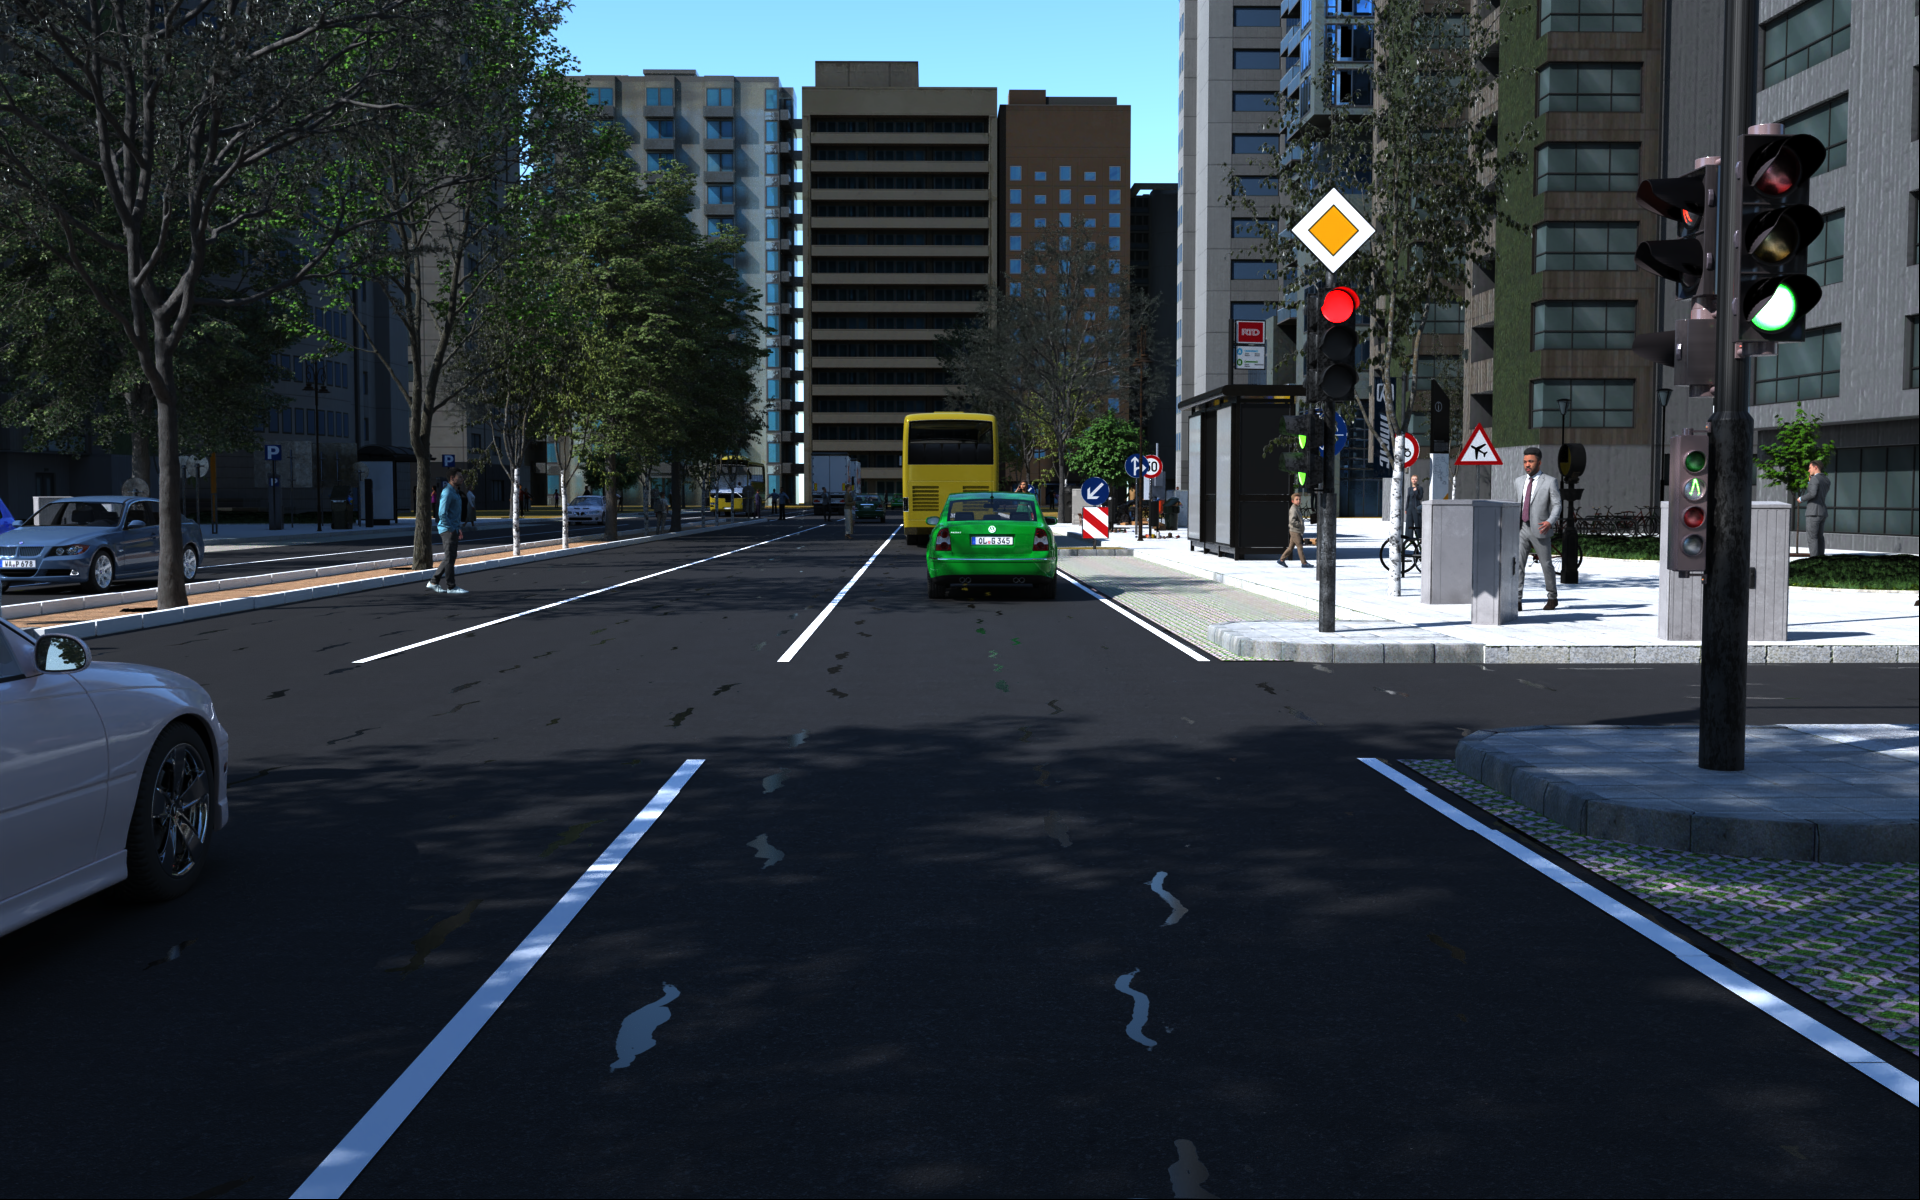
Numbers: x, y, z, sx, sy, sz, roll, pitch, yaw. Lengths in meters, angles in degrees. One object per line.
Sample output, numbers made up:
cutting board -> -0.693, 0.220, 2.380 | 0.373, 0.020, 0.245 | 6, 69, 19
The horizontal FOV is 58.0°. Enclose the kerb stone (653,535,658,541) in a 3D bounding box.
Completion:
kerb stone -> -9.414, -1.873, 52.814 | 0.120, 0.150, 1.000 | 0, 4, -1

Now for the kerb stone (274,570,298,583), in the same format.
kerb stone -> -11.060, -0.366, 28.176 | 0.120, 0.150, 1.000 | 0, 4, -1

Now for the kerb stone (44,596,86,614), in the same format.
kerb stone -> -10.934, 0.073, 21.004 | 0.120, 0.150, 1.000 | 0, 4, -1

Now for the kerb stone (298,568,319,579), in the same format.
kerb stone -> -11.092, -0.426, 29.198 | 0.120, 0.150, 1.000 | 0, 4, -1

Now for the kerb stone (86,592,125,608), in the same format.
kerb stone -> -10.953, 0.010, 22.026 | 0.120, 0.150, 1.000 | 0, 4, -1

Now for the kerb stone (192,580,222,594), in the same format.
kerb stone -> -11.008, -0.178, 25.106 | 0.120, 0.150, 1.000 | 0, 4, -1

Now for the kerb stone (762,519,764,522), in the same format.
kerb stone -> -10.026, -3.941, 86.650 | 0.120, 0.150, 1.000 | 0, 4, -1

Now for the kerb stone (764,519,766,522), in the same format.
kerb stone -> -10.040, -4.005, 87.679 | 0.120, 0.150, 1.000 | 0, 4, -1

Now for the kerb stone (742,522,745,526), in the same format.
kerb stone -> -9.862, -3.379, 77.439 | 0.120, 0.150, 1.000 | 0, 4, -1

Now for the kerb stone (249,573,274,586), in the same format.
kerb stone -> -11.045, -0.299, 27.150 | 0.120, 0.150, 1.000 | 0, 4, -1

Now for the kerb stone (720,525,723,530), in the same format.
kerb stone -> -9.710, -2.877, 69.237 | 0.120, 0.150, 1.000 | 0, 4, -1

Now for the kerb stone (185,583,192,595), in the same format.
kerb stone -> -10.985, -0.112, 24.071 | 0.120, 0.150, 1.000 | 0, 4, -1

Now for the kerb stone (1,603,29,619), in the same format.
kerb stone -> -10.919, 0.135, 19.982 | 0.120, 0.150, 1.000 | 0, 4, -1

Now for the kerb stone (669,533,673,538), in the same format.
kerb stone -> -9.466, -2.061, 55.887 | 0.120, 0.150, 1.000 | 0, 4, -1

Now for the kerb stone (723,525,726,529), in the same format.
kerb stone -> -9.724, -2.931, 70.268 | 0.120, 0.150, 1.000 | 0, 4, -1

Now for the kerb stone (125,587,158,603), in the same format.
kerb stone -> -10.976, -0.045, 23.049 | 0.120, 0.150, 1.000 | 0, 4, -1

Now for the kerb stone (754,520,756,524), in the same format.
kerb stone -> -9.948, -3.692, 82.560 | 0.120, 0.150, 1.000 | 0, 4, -1

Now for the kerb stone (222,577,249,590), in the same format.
kerb stone -> -11.022, -0.240, 26.128 | 0.120, 0.150, 1.000 | 0, 4, -1

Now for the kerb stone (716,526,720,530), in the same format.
kerb stone -> -9.688, -2.814, 68.202 | 0.120, 0.150, 1.000 | 0, 4, -1

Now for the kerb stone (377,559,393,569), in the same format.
kerb stone -> -11.161, -0.677, 33.309 | 0.120, 0.150, 1.000 | 0, 4, -1

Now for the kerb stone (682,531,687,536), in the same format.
kerb stone -> -9.524, -2.245, 58.965 | 0.120, 0.150, 1.000 | 0, 4, -1

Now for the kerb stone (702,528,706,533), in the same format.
kerb stone -> -9.614, -2.561, 64.092 | 0.120, 0.150, 1.000 | 0, 4, -1

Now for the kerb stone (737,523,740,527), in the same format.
kerb stone -> -9.816, -3.251, 75.391 | 0.120, 0.150, 1.000 | 0, 4, -1

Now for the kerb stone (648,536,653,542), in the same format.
kerb stone -> -9.394, -1.806, 51.792 | 0.120, 0.150, 1.000 | 0, 4, -1

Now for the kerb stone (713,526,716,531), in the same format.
kerb stone -> -9.668, -2.750, 67.179 | 0.120, 0.150, 1.000 | 0, 4, -1

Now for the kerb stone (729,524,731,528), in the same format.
kerb stone -> -9.765, -3.058, 72.314 | 0.120, 0.150, 1.000 | 0, 4, -1

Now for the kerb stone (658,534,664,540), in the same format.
kerb stone -> -9.432, -1.936, 53.843 | 0.120, 0.150, 1.000 | 0, 4, -1

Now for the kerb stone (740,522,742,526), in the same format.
kerb stone -> -9.840, -3.309, 76.414 | 0.120, 0.150, 1.000 | 0, 4, -1

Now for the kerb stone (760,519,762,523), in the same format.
kerb stone -> -10.006, -3.873, 85.629 | 0.120, 0.150, 1.000 | 0, 4, -1

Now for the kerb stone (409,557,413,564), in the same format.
kerb stone -> -11.191, -0.796, 35.353 | 0.120, 0.150, 1.000 | 0, 4, -1

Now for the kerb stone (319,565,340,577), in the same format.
kerb stone -> -11.093, -0.489, 30.222 | 0.120, 0.150, 1.000 | 0, 4, -1

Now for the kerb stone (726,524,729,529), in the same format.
kerb stone -> -9.747, -3.003, 71.291 | 0.120, 0.150, 1.000 | 0, 4, -1

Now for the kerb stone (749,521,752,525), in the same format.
kerb stone -> -9.914, -3.565, 80.506 | 0.120, 0.150, 1.000 | 0, 4, -1

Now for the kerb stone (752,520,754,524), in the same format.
kerb stone -> -9.925, -3.623, 81.529 | 0.120, 0.150, 1.000 | 0, 4, -1

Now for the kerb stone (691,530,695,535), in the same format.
kerb stone -> -9.562, -2.375, 61.019 | 0.120, 0.150, 1.000 | 0, 4, -1

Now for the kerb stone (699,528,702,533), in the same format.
kerb stone -> -9.596, -2.493, 63.068 | 0.120, 0.150, 1.000 | 0, 4, -1

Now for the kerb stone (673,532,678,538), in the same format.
kerb stone -> -9.489, -2.123, 56.909 | 0.120, 0.150, 1.000 | 0, 4, -1

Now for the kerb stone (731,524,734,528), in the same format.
kerb stone -> -9.777, -3.128, 73.336 | 0.120, 0.150, 1.000 | 0, 4, -1

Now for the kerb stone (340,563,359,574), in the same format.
kerb stone -> -11.122, -0.554, 31.247 | 0.120, 0.150, 1.000 | 0, 4, -1

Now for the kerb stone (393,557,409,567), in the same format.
kerb stone -> -11.175, -0.741, 34.331 | 0.120, 0.150, 1.000 | 0, 4, -1

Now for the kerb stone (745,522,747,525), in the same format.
kerb stone -> -9.868, -3.441, 78.461 | 0.120, 0.150, 1.000 | 0, 4, -1

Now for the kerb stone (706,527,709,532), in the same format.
kerb stone -> -9.640, -2.622, 65.126 | 0.120, 0.150, 1.000 | 0, 4, -1

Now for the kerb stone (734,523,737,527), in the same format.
kerb stone -> -9.806, -3.185, 74.358 | 0.120, 0.150, 1.000 | 0, 4, -1

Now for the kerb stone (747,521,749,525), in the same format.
kerb stone -> -9.895, -3.504, 79.483 | 0.120, 0.150, 1.000 | 0, 4, -1

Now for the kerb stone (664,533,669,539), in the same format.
kerb stone -> -9.441, -1.998, 54.865 | 0.120, 0.150, 1.000 | 0, 4, -1

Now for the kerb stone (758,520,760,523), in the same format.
kerb stone -> -9.987, -3.817, 84.604 | 0.120, 0.150, 1.000 | 0, 4, -1

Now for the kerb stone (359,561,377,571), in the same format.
kerb stone -> -11.140, -0.616, 32.274 | 0.120, 0.150, 1.000 | 0, 4, -1

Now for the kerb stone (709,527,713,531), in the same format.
kerb stone -> -9.653, -2.687, 66.154 | 0.120, 0.150, 1.000 | 0, 4, -1

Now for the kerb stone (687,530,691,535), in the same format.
kerb stone -> -9.538, -2.312, 59.997 | 0.120, 0.150, 1.000 | 0, 4, -1

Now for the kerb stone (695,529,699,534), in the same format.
kerb stone -> -9.579, -2.437, 62.046 | 0.120, 0.150, 1.000 | 0, 4, -1

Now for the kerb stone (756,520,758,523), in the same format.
kerb stone -> -9.968, -3.755, 83.582 | 0.120, 0.150, 1.000 | 0, 4, -1

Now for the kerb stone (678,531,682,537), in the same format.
kerb stone -> -9.502, -2.183, 57.931 | 0.120, 0.150, 1.000 | 0, 4, -1
